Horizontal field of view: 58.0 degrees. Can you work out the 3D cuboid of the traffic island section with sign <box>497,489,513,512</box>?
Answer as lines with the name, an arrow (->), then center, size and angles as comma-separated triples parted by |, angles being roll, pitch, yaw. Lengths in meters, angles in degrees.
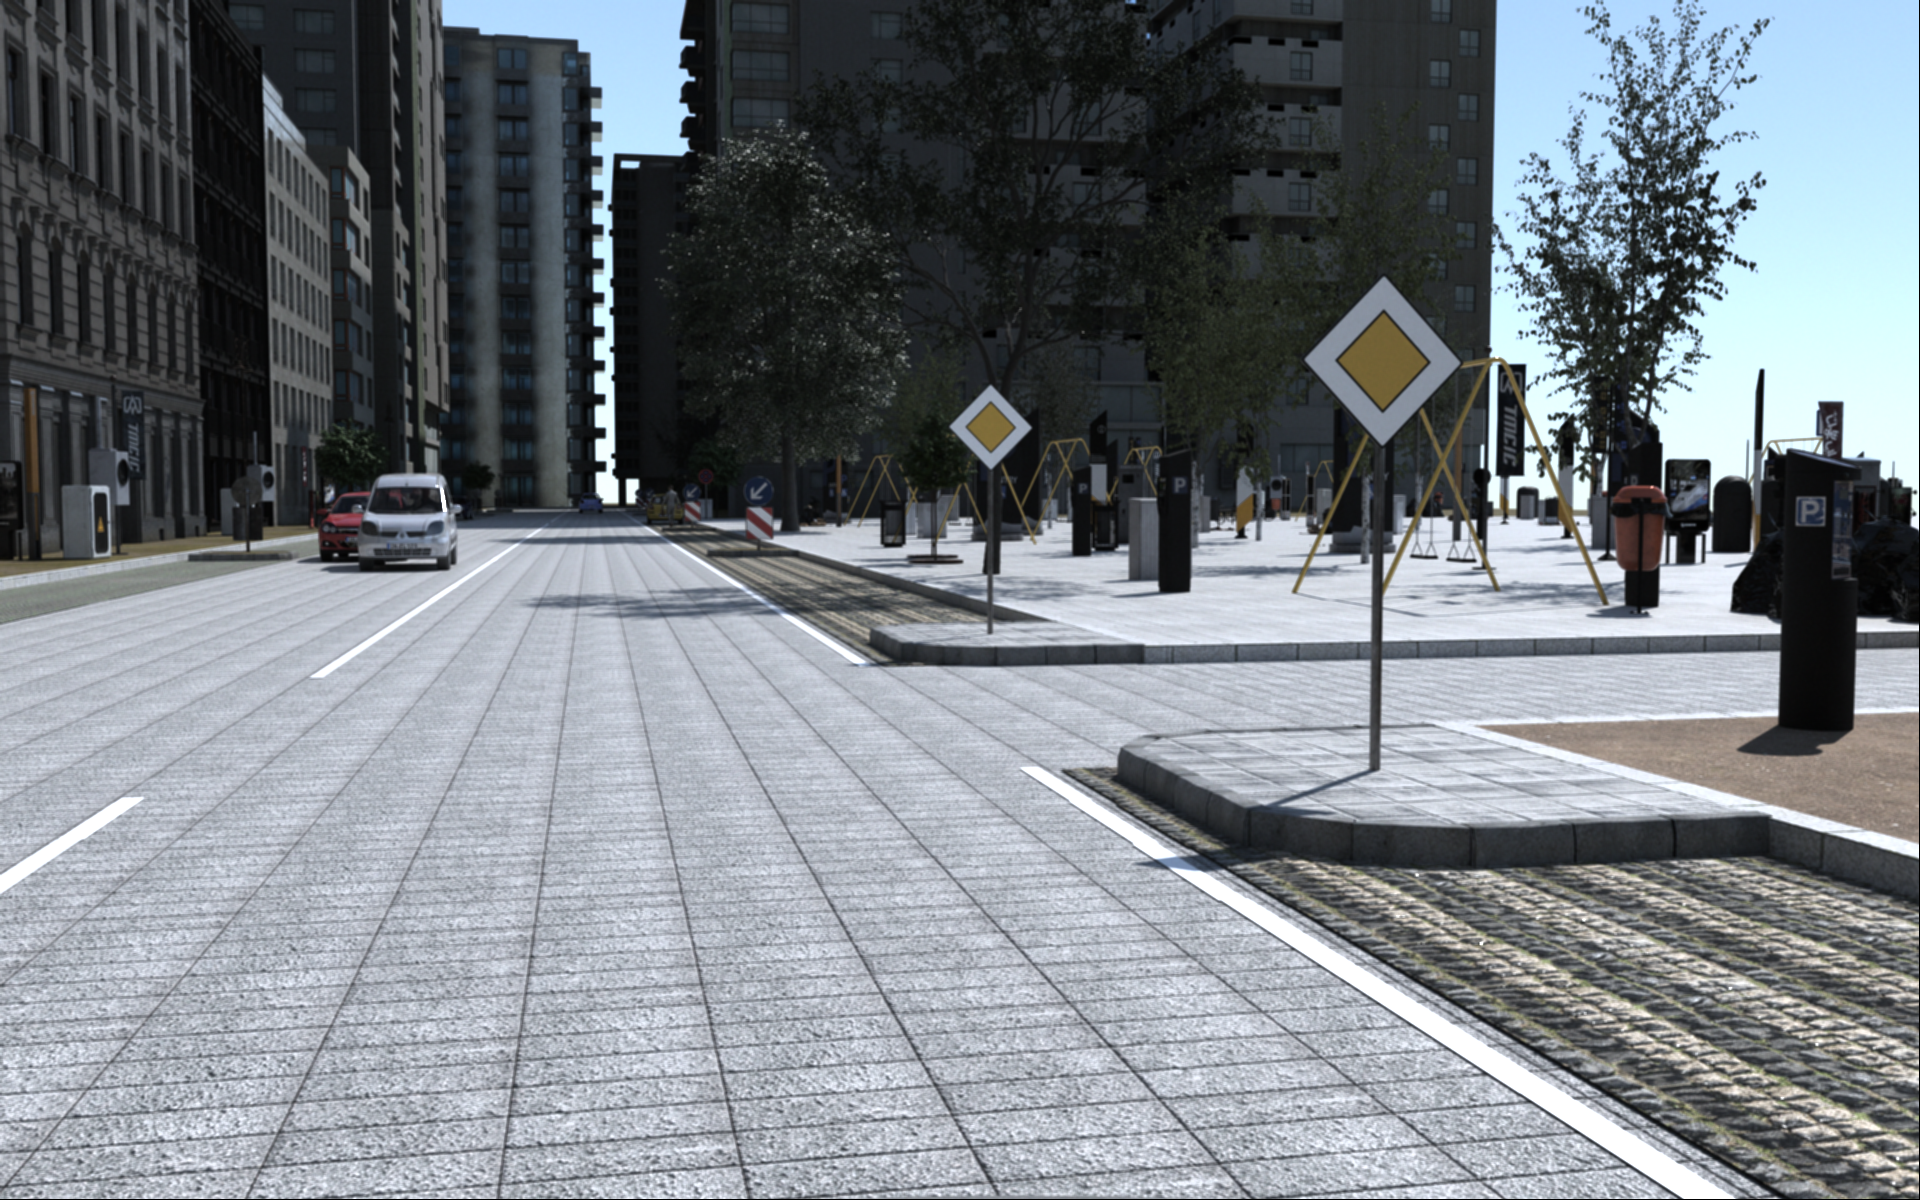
traffic island section with sign -> -37.123, -8.014, 139.650 | 1.989, 1.847, 2.006 | -1, 4, -12

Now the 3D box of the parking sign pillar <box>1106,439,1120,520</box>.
parking sign pillar -> 7.176, -5.886, 84.705 | 1.447, 3.967, 1.447 | 2, 4, 32

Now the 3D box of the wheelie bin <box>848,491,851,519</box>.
wheelie bin -> -5.294, -4.275, 77.810 | 0.980, 1.594, 0.693 | 2, 4, 32

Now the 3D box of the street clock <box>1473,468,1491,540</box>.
street clock -> 14.715, -2.709, 48.867 | 0.358, 2.002, 0.471 | -2, 4, -26

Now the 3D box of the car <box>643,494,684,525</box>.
car -> -14.050, -4.417, 82.445 | 2.015, 1.641, 3.980 | -1, 4, -10

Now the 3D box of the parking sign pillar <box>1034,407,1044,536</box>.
parking sign pillar -> 1.892, -4.011, 54.054 | 1.447, 3.967, 1.447 | 1, 4, 16

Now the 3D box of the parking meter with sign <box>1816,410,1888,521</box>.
parking meter with sign -> 18.629, -2.420, 35.823 | 1.738, 3.016, 0.543 | -1, 4, -11

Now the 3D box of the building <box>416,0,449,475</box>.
building -> -56.341, -33.730, 140.727 | 27.495, 52.752, 28.713 | -1, 4, -12

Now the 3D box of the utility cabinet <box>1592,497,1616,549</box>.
utility cabinet -> 15.338, -1.794, 40.496 | 1.020, 1.237, 0.306 | 2, 4, 28

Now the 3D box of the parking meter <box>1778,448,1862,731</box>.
parking meter -> 4.717, -0.067, 9.502 | 0.372, 1.533, 0.369 | 0, 3, 0

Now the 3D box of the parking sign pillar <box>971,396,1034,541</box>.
parking sign pillar -> 1.027, -3.617, 47.602 | 1.447, 3.967, 1.447 | -1, 4, -17

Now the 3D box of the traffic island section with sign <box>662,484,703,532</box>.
traffic island section with sign -> -10.466, -3.552, 66.699 | 1.989, 1.847, 2.006 | -1, 4, -12

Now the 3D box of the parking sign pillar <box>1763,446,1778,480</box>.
parking sign pillar -> 45.822, -6.662, 97.391 | 1.447, 3.967, 1.447 | -1, 4, -19

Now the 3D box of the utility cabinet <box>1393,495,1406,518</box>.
utility cabinet -> 23.846, -5.098, 94.513 | 1.020, 1.237, 0.306 | -1, 4, -23

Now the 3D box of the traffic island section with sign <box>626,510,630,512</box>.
traffic island section with sign -> -26.472, -8.176, 142.299 | 1.989, 1.847, 2.006 | -1, 4, -12

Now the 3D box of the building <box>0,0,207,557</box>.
building -> -25.688, -11.824, 42.477 | 9.793, 20.994, 18.267 | -1, 4, -12

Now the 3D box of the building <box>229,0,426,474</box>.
building -> -45.089, -26.658, 119.455 | 14.154, 41.232, 14.086 | -1, 4, -12

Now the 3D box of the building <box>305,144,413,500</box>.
building -> -46.845, -15.445, 97.562 | 27.650, 21.520, 28.899 | -1, 4, -12

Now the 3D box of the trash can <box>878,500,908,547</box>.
trash can -> -1.617, -1.850, 41.902 | 0.748, 1.137, 0.748 | 0, 3, 0

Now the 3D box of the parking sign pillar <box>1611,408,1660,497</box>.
parking sign pillar -> 19.416, -3.754, 49.850 | 1.447, 3.967, 1.447 | -2, 4, -34

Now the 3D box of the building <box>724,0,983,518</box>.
building -> -6.821, -25.561, 101.512 | 14.154, 41.232, 14.086 | -1, 4, -12

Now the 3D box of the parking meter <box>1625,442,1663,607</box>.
parking meter -> 7.814, -0.862, 19.807 | 0.255, 1.863, 0.399 | 0, 4, -4

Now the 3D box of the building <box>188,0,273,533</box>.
building -> -31.452, -14.000, 58.583 | 12.332, 23.373, 15.834 | -1, 4, -12

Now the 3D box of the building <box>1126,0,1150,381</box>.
building -> 15.827, -53.841, 192.967 | 31.000, 86.520, 22.319 | -1, 4, -12

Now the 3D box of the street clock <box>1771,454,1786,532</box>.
street clock -> 14.998, -1.655, 31.623 | 0.358, 2.002, 0.471 | 2, 4, 34

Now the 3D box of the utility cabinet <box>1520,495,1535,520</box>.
utility cabinet -> 28.683, -4.672, 87.551 | 0.306, 1.237, 1.020 | 0, 4, -7

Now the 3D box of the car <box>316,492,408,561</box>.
car -> -13.048, -1.793, 38.358 | 2.155, 1.783, 4.494 | -1, 4, -13

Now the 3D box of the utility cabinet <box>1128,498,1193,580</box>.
utility cabinet -> 3.032, -0.915, 26.120 | 1.020, 1.237, 0.306 | -2, 4, -33

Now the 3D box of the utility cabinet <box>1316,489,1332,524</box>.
utility cabinet -> 15.442, -3.958, 73.394 | 0.318, 1.500, 1.173 | 2, 4, 29

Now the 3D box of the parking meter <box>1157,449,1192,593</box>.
parking meter -> 2.800, -1.036, 22.653 | 0.399, 1.863, 0.255 | -1, 4, -21

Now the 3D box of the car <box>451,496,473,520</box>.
car -> -28.217, -5.146, 96.722 | 1.945, 1.354, 3.894 | -1, 4, -11

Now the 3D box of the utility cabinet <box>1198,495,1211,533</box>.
utility cabinet -> 8.214, -2.871, 58.107 | 0.306, 1.237, 1.020 | 0, 4, 2

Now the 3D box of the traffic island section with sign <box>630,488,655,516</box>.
traffic island section with sign -> -20.832, -6.545, 115.646 | 1.989, 1.847, 2.006 | -1, 4, -12

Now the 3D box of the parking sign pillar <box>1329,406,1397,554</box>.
parking sign pillar -> 8.841, -3.025, 37.923 | 1.447, 3.967, 1.447 | -1, 4, -21

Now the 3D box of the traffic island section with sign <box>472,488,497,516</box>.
traffic island section with sign -> -31.514, -6.395, 113.192 | 1.989, 1.847, 2.006 | -1, 4, -12

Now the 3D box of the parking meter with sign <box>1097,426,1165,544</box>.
parking meter with sign -> 4.419, -2.969, 44.802 | 1.738, 3.016, 0.543 | 1, 4, 9

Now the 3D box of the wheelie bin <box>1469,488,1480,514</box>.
wheelie bin -> 27.767, -5.218, 93.228 | 0.693, 1.594, 0.980 | 0, 4, 3

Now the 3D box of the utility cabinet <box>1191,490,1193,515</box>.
utility cabinet -> 11.325, -4.820, 87.486 | 1.173, 1.500, 0.318 | -1, 4, -18

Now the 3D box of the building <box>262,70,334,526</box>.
building -> -33.882, -13.461, 74.840 | 10.420, 20.320, 16.860 | -1, 4, -12

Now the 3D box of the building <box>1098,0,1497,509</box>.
building -> 30.433, -34.874, 159.433 | 27.495, 52.752, 28.713 | -1, 4, -12

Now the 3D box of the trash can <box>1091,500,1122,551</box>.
trash can -> 3.278, -1.680, 39.121 | 0.748, 1.137, 0.748 | 0, 3, 0

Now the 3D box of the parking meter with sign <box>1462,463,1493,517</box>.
parking meter with sign -> 29.153, -6.200, 97.632 | 1.738, 3.016, 0.543 | 0, 4, 2

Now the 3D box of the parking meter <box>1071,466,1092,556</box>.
parking meter -> 2.507, -1.845, 35.883 | 0.399, 1.863, 0.255 | 0, 4, -8

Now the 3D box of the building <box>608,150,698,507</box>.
building -> -26.179, -30.476, 190.161 | 23.993, 40.220, 32.217 | -1, 4, -12

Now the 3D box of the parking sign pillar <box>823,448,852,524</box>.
parking sign pillar -> -5.462, -5.341, 75.802 | 1.447, 3.967, 1.447 | -3, 5, -40

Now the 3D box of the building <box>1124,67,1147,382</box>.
building -> 8.673, -29.273, 162.200 | 14.086, 41.232, 14.154 | -1, 4, -12

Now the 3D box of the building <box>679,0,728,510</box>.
building -> -12.757, -30.321, 150.376 | 22.147, 44.769, 28.867 | -1, 4, -12

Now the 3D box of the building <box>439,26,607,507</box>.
building -> -52.607, -34.294, 180.308 | 30.456, 49.044, 23.786 | -1, 4, -12

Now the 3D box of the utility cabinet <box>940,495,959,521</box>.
utility cabinet -> -0.577, -4.377, 82.730 | 1.020, 1.237, 0.306 | 1, 4, 10

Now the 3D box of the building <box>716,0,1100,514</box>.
building -> -2.873, -32.665, 123.314 | 28.713, 52.752, 27.495 | -1, 4, -12
